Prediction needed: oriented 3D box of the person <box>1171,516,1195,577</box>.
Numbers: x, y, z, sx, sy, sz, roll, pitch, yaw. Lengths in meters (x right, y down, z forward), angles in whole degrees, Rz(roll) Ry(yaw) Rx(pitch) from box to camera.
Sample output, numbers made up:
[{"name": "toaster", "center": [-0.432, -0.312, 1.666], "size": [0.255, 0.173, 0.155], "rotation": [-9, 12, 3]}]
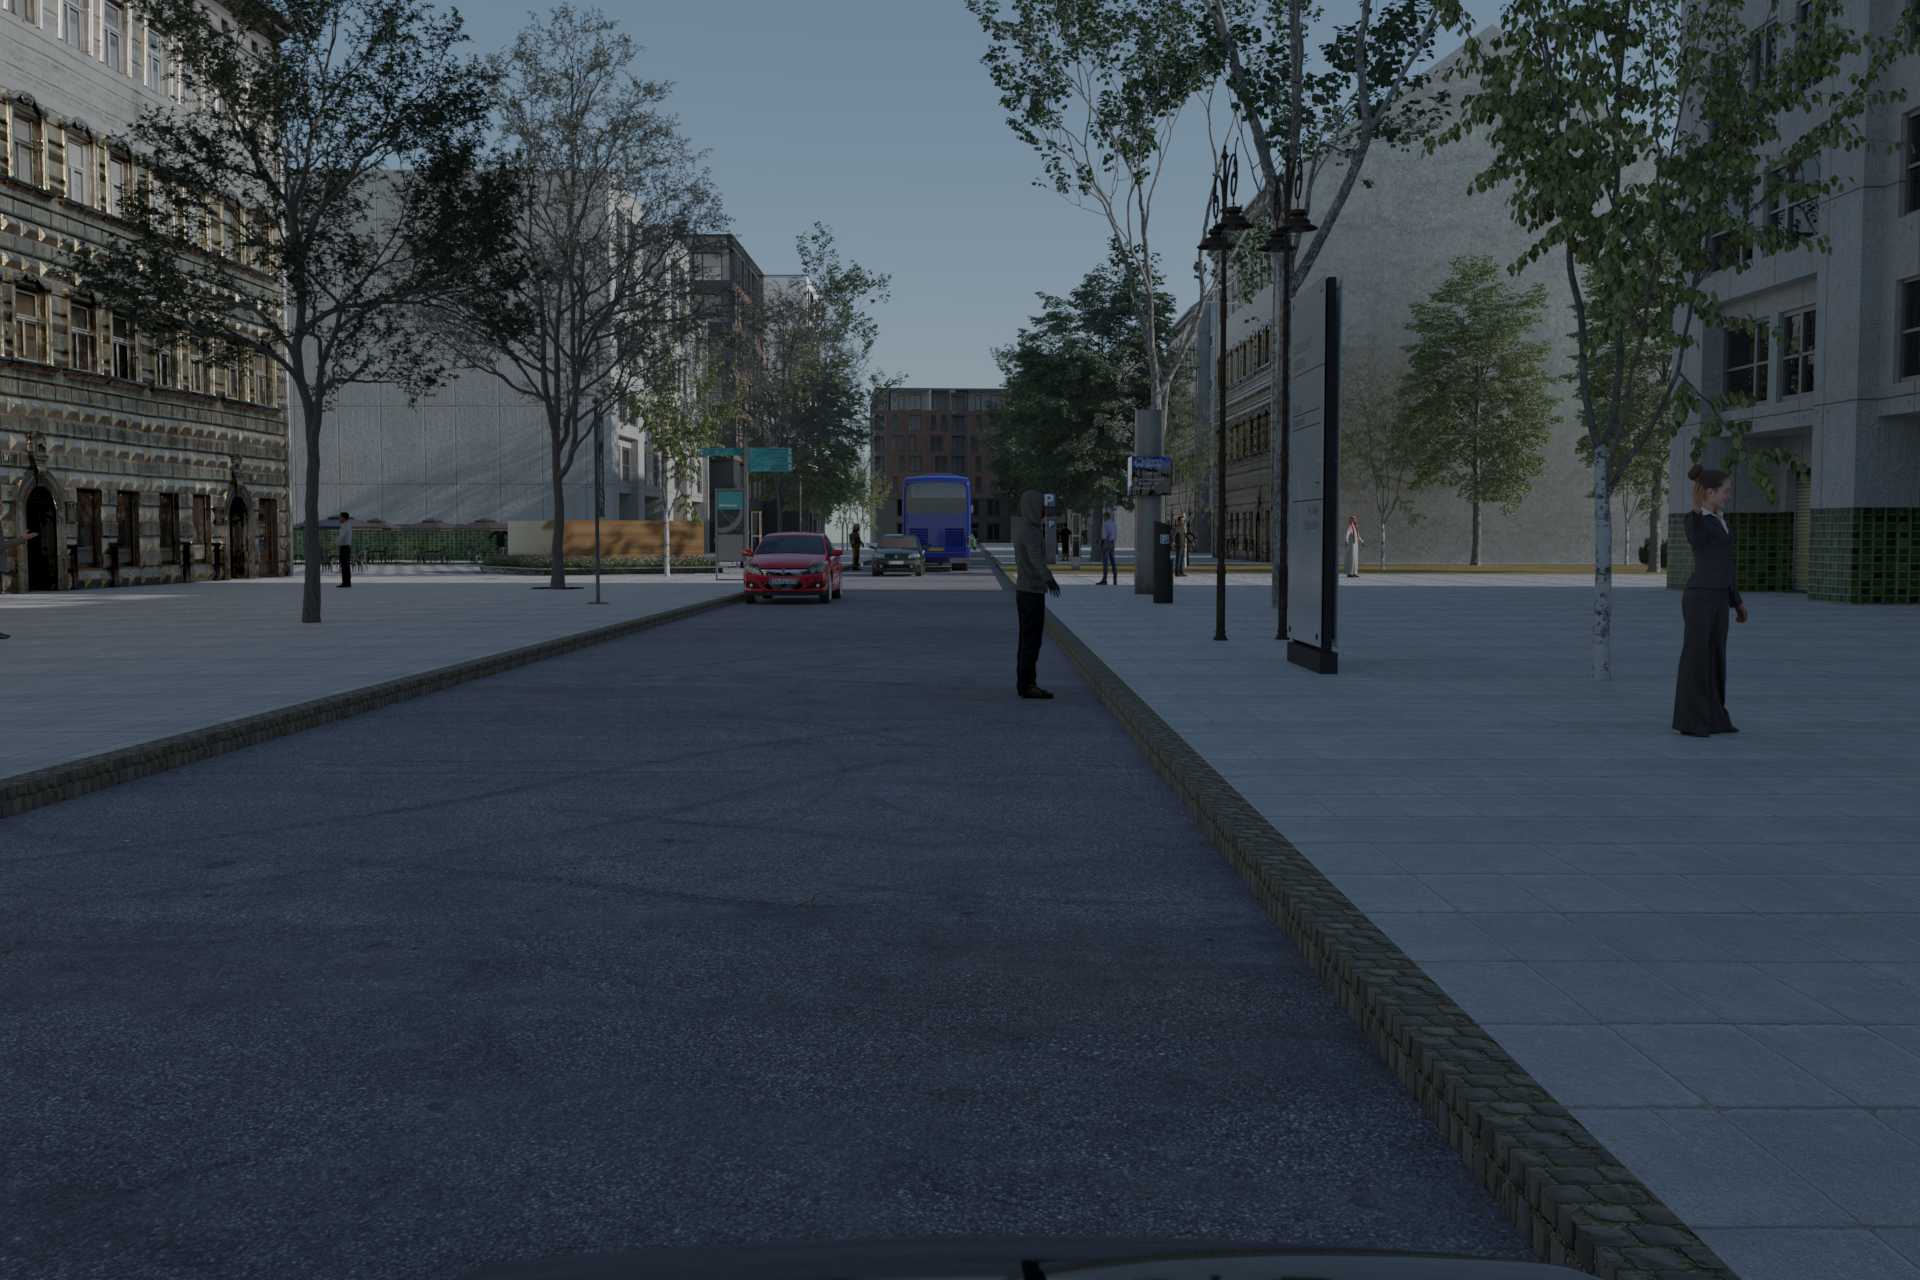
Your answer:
[{"name": "person", "center": [6.644, -2.813, 52.058], "size": [0.705, 1.821, 1.348], "rotation": [2, 4, 35]}]

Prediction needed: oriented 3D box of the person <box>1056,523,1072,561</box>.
[{"name": "person", "center": [5.017, -4.695, 82.898], "size": [1.346, 1.812, 0.704], "rotation": [-2, 4, -35]}]

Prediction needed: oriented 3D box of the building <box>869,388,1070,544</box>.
[{"name": "building", "center": [3.594, -24.776, 251.517], "size": [32.646, 21.610, 27.936], "rotation": [0, 4, -5]}]

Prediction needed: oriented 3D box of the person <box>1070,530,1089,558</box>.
[{"name": "person", "center": [6.296, -5.258, 91.940], "size": [1.349, 1.833, 0.705], "rotation": [-3, 5, -40]}]

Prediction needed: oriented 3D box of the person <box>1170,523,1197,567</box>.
[{"name": "person", "center": [8.754, -3.734, 67.766], "size": [1.216, 1.740, 0.721], "rotation": [-1, 4, -20]}]

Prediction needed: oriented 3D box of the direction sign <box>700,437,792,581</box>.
[{"name": "direction sign", "center": [-5.887, -3.640, 48.273], "size": [2.525, 3.948, 1.411], "rotation": [0, 4, 0]}]

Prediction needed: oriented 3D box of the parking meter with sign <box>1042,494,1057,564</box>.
[{"name": "parking meter with sign", "center": [3.844, -4.742, 73.792], "size": [0.543, 3.016, 1.738], "rotation": [0, 4, -1]}]

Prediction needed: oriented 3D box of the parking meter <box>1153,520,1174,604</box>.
[{"name": "parking meter", "center": [3.768, -1.447, 32.075], "size": [0.372, 1.533, 0.369], "rotation": [0, 3, 0]}]

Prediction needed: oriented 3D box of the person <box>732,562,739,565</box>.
[{"name": "person", "center": [-9.319, -3.824, 71.797], "size": [0.991, 1.433, 0.599], "rotation": [-1, 4, -20]}]

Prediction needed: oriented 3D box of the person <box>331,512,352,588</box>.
[{"name": "person", "center": [-14.797, -2.167, 41.586], "size": [0.704, 1.810, 1.344], "rotation": [0, 4, -5]}]

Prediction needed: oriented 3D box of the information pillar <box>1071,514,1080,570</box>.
[{"name": "information pillar", "center": [4.173, -3.538, 62.341], "size": [0.304, 2.012, 0.304], "rotation": [0, 4, 0]}]

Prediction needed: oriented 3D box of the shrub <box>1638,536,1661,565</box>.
[{"name": "shrub", "center": [28.211, -3.655, 70.868], "size": [1.383, 1.207, 1.383], "rotation": [0, 3, 0]}]

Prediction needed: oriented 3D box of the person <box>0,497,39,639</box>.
[{"name": "person", "center": [-11.691, -0.899, 21.268], "size": [0.750, 1.759, 0.617], "rotation": [-1, 4, -21]}]

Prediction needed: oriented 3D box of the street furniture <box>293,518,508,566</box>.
[{"name": "street furniture", "center": [-32.991, -4.003, 70.475], "size": [27.439, 1.986, 14.083], "rotation": [1, 4, 14]}]

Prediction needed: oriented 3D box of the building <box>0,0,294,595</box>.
[{"name": "building", "center": [-29.425, -12.951, 42.685], "size": [19.493, 23.208, 18.063], "rotation": [0, 4, 0]}]

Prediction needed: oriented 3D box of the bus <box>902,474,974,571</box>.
[{"name": "bus", "center": [-0.860, -4.793, 69.919], "size": [2.896, 3.916, 12.251], "rotation": [0, 3, 0]}]

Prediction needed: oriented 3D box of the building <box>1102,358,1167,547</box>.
[{"name": "building", "center": [23.578, -19.345, 182.741], "size": [16.747, 18.905, 31.486], "rotation": [0, 4, 1]}]

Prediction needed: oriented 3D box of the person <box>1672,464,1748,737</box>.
[{"name": "person", "center": [4.743, -0.247, 10.885], "size": [0.445, 1.727, 0.742], "rotation": [1, 4, 18]}]

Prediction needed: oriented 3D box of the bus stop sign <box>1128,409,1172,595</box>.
[{"name": "bus stop sign", "center": [4.034, -2.929, 36.907], "size": [0.837, 3.901, 0.837], "rotation": [0, 3, 0]}]

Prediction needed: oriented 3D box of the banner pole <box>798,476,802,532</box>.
[{"name": "banner pole", "center": [-6.878, -5.183, 74.752], "size": [0.401, 3.779, 0.863], "rotation": [0, 3, 0]}]

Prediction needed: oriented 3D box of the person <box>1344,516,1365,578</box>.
[{"name": "person", "center": [11.612, -2.754, 51.173], "size": [0.704, 1.811, 1.347], "rotation": [2, 4, 35]}]

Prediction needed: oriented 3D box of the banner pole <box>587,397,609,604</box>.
[{"name": "banner pole", "center": [-6.665, -2.570, 32.040], "size": [0.401, 3.779, 0.863], "rotation": [0, 4, 1]}]

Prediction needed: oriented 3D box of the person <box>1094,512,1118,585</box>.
[{"name": "person", "center": [3.649, -2.310, 43.681], "size": [0.709, 1.838, 0.599], "rotation": [-3, 5, -44]}]

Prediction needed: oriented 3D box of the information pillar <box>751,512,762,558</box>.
[{"name": "information pillar", "center": [-6.639, -3.181, 56.502], "size": [0.304, 2.012, 0.304], "rotation": [0, 4, 1]}]

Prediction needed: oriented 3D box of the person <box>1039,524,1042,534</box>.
[{"name": "person", "center": [3.794, -4.771, 84.131], "size": [0.704, 1.817, 1.347], "rotation": [-1, 4, -9]}]

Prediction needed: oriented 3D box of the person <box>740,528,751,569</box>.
[{"name": "person", "center": [-7.982, -3.575, 64.387], "size": [1.347, 1.837, 0.705], "rotation": [-3, 4, -39]}]

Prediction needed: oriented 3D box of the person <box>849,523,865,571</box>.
[{"name": "person", "center": [-4.051, -3.649, 67.887], "size": [0.705, 1.858, 1.354], "rotation": [1, 4, 15]}]

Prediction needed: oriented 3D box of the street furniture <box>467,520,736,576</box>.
[{"name": "street furniture", "center": [-12.619, -3.049, 56.713], "size": [9.812, 1.723, 11.010], "rotation": [-2, 4, -34]}]

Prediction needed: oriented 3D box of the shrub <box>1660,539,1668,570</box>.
[{"name": "shrub", "center": [25.424, -3.112, 61.999], "size": [1.383, 1.207, 1.383], "rotation": [0, 3, 0]}]

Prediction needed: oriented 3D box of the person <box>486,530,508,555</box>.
[{"name": "person", "center": [-21.722, -4.629, 81.911], "size": [1.346, 1.802, 0.704], "rotation": [-2, 4, -24]}]

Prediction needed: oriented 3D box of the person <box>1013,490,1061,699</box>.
[{"name": "person", "center": [0.653, -0.404, 15.196], "size": [0.705, 1.813, 1.348], "rotation": [0, 4, -7]}]

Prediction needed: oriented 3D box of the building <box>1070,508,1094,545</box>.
[{"name": "building", "center": [23.074, -21.293, 214.589], "size": [16.747, 18.905, 31.486], "rotation": [0, 3, 0]}]

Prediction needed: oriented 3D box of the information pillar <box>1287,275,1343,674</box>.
[{"name": "information pillar", "center": [3.385, -1.545, 16.584], "size": [0.184, 3.620, 1.656], "rotation": [0, 4, 0]}]

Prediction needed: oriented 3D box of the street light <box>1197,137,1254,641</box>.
[{"name": "street light", "center": [3.146, -2.932, 20.733], "size": [0.468, 5.910, 1.993], "rotation": [0, 4, 0]}]

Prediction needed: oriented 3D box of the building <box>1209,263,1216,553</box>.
[{"name": "building", "center": [21.587, -15.673, 112.667], "size": [16.016, 20.090, 11.380], "rotation": [0, 4, 1]}]

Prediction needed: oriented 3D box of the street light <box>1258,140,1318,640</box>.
[{"name": "street light", "center": [3.922, -2.942, 20.885], "size": [0.468, 5.910, 1.993], "rotation": [0, 4, 1]}]
